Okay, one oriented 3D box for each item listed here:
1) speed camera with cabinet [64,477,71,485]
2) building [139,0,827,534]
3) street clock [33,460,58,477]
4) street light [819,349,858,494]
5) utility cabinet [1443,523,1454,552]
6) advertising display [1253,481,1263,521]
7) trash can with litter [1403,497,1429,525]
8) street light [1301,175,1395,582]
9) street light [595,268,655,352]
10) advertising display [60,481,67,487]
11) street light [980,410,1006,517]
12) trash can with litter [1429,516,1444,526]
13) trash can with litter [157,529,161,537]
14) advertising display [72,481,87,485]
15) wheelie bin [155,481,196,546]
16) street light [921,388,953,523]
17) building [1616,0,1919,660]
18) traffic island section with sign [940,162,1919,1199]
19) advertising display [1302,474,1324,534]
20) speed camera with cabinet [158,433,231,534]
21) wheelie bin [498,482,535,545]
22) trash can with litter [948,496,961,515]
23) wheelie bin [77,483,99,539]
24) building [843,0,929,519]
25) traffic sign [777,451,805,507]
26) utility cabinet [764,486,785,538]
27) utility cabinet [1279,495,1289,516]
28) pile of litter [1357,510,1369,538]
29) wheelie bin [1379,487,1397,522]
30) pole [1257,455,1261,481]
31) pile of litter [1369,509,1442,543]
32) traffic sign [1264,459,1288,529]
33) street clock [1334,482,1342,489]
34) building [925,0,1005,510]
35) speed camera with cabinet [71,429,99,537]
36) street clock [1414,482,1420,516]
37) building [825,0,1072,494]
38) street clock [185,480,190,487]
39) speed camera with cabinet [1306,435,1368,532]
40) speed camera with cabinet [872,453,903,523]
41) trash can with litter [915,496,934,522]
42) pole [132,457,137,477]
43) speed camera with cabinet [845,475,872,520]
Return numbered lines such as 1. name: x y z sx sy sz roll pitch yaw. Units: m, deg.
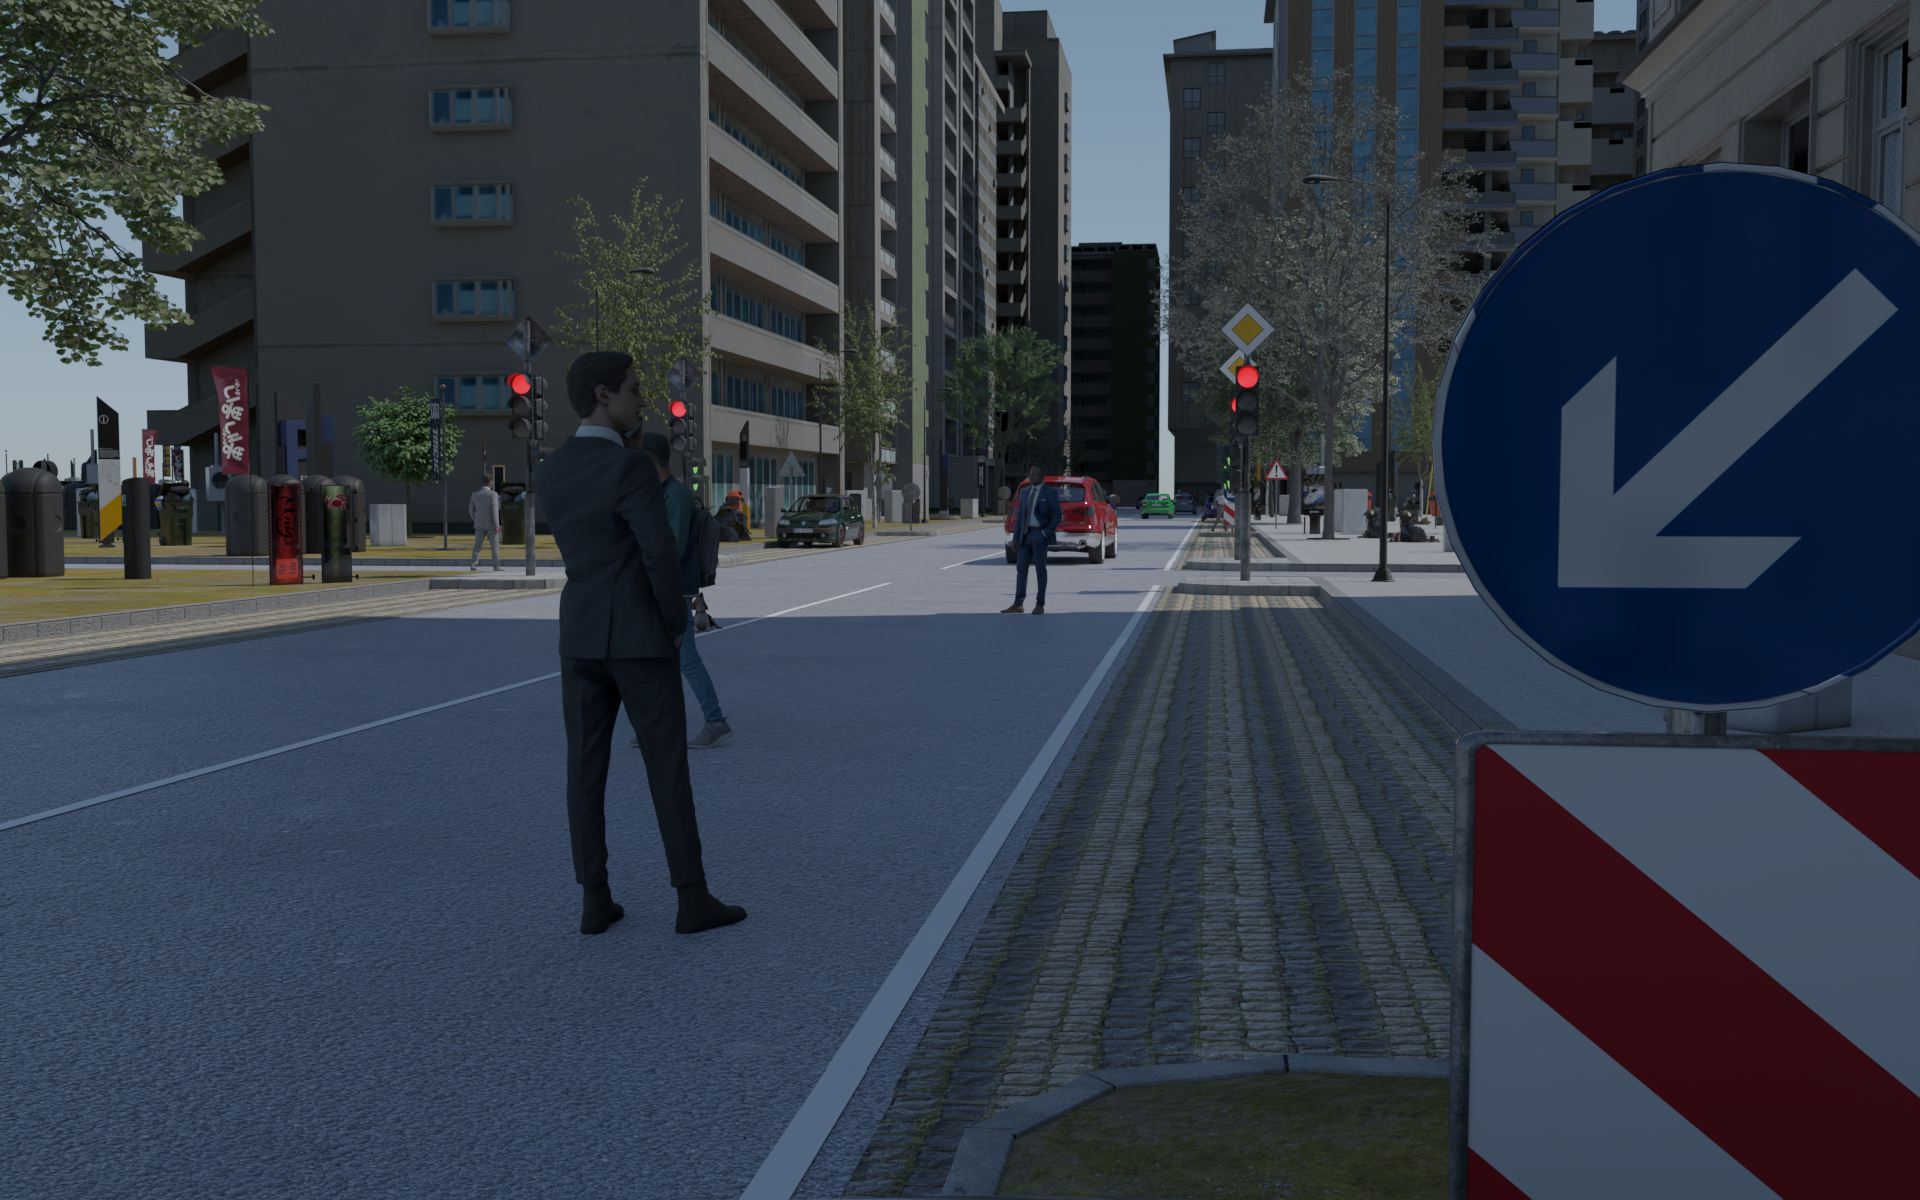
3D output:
1. speed camera with cabinet: -49.253 -6.151 94.896 2.038 3.252 0.660 0 4 5
2. building: -17.088 -27.001 65.167 21.300 48.544 21.600 1 4 8
3. street clock: -19.659 -1.999 37.259 0.471 2.002 0.358 1 4 11
4. street light: -3.961 -5.088 55.726 1.470 5.913 1.316 1 4 8
5. utility cabinet: 11.262 -1.665 38.388 1.020 1.237 0.306 0 4 5
6. advertising display: 14.509 -4.842 84.385 0.123 1.923 0.974 -1 4 -10
7. trash can with litter: 19.137 -3.734 72.441 1.055 1.170 0.624 -1 4 -17
8. street light: 5.670 -3.228 25.316 1.470 5.913 1.316 1 4 8
9. street light: -6.961 -3.870 35.810 1.470 5.913 1.316 1 4 8
10. advertising display: -43.152 -4.739 82.704 0.974 1.923 0.123 -3 4 -38
11. street light: 1.827 -7.559 96.136 1.470 5.913 1.316 1 4 8
12. trash can with litter: 19.536 -3.608 70.380 0.624 1.170 1.055 1 4 21
13. trash can with litter: -23.316 -2.426 51.057 1.055 1.170 0.624 2 4 32
14. advertising display: -42.811 -4.854 84.570 0.123 1.923 0.974 2 4 35
15. wheelie bin: -19.441 -2.148 43.035 0.693 1.594 0.980 3 4 37
16. street light: -1.022 -6.324 75.938 1.470 5.913 1.316 1 4 8
17. building: 13.859 -10.604 6.665 16.112 22.955 30.059 1 4 8
18. traffic island section with sign: 0.917 0.351 2.886 1.989 1.847 2.006 1 4 8
19. advertising display: 11.416 -3.086 55.674 0.123 1.923 0.974 -3 4 -38
20. speed camera with cabinet: -24.608 -3.758 55.775 2.038 3.252 0.660 -2 4 -34
21. wheelie bin: -11.268 -2.201 43.896 0.980 1.594 0.693 0 4 -5
22. trash can with litter: -0.245 -5.757 105.189 2.233 1.210 1.678 0 4 -7
23. wheelie bin: -24.971 -2.570 49.921 0.980 1.594 0.693 2 4 27
24. building: -9.705 -24.880 90.380 14.154 41.232 14.086 1 4 8
25. traffic sign: -5.064 -3.175 51.913 0.884 2.594 0.081 1 4 14
26. utility cabinet: -5.418 -2.555 50.451 0.318 1.500 1.173 -1 4 -21
27. utility cabinet: 19.067 -5.469 100.584 1.020 1.237 0.306 1 4 15
28. pile of litter: 12.236 -2.236 50.520 1.176 0.858 1.719 0 4 -5
29. wheelie bin: 19.832 -4.430 80.334 0.693 1.594 0.980 -1 4 -11
30. pole: 15.505 -5.878 89.953 0.158 3.312 0.155 0 3 0
31. pile of litter: 12.068 -1.983 46.384 1.176 0.858 1.719 -2 4 -31
32. traffic sign: 11.659 -3.905 63.849 0.884 2.594 0.081 1 4 10
33. street clock: 22.599 -6.055 103.573 0.471 2.002 0.358 -3 4 -36
34. building: -7.508 -41.742 120.732 20.563 71.187 20.611 1 4 8
35. speed camera with cabinet: -26.075 -3.538 52.186 0.660 3.252 2.038 -1 4 -14
36. street clock: 27.146 -5.997 102.626 0.471 2.002 0.358 -2 4 -35
37. building: -0.253 -33.611 173.240 21.600 48.544 21.300 1 4 8
38. street clock: -39.944 -5.177 89.220 0.358 2.002 0.471 3 5 40
39. speed camera with cabinet: 12.636 -3.897 58.053 2.038 3.252 0.660 -1 4 -18
40. speed camera with cabinet: -3.186 -5.144 78.432 0.660 3.252 2.038 -1 4 -23
41. trash can with litter: -1.907 -4.309 81.516 1.678 1.210 2.233 0 4 -5
42. pole: -45.731 -6.249 96.019 0.158 3.312 0.155 0 3 0
43. speed camera with cabinet: -4.588 -5.374 82.203 2.038 3.252 0.660 -2 4 -29
